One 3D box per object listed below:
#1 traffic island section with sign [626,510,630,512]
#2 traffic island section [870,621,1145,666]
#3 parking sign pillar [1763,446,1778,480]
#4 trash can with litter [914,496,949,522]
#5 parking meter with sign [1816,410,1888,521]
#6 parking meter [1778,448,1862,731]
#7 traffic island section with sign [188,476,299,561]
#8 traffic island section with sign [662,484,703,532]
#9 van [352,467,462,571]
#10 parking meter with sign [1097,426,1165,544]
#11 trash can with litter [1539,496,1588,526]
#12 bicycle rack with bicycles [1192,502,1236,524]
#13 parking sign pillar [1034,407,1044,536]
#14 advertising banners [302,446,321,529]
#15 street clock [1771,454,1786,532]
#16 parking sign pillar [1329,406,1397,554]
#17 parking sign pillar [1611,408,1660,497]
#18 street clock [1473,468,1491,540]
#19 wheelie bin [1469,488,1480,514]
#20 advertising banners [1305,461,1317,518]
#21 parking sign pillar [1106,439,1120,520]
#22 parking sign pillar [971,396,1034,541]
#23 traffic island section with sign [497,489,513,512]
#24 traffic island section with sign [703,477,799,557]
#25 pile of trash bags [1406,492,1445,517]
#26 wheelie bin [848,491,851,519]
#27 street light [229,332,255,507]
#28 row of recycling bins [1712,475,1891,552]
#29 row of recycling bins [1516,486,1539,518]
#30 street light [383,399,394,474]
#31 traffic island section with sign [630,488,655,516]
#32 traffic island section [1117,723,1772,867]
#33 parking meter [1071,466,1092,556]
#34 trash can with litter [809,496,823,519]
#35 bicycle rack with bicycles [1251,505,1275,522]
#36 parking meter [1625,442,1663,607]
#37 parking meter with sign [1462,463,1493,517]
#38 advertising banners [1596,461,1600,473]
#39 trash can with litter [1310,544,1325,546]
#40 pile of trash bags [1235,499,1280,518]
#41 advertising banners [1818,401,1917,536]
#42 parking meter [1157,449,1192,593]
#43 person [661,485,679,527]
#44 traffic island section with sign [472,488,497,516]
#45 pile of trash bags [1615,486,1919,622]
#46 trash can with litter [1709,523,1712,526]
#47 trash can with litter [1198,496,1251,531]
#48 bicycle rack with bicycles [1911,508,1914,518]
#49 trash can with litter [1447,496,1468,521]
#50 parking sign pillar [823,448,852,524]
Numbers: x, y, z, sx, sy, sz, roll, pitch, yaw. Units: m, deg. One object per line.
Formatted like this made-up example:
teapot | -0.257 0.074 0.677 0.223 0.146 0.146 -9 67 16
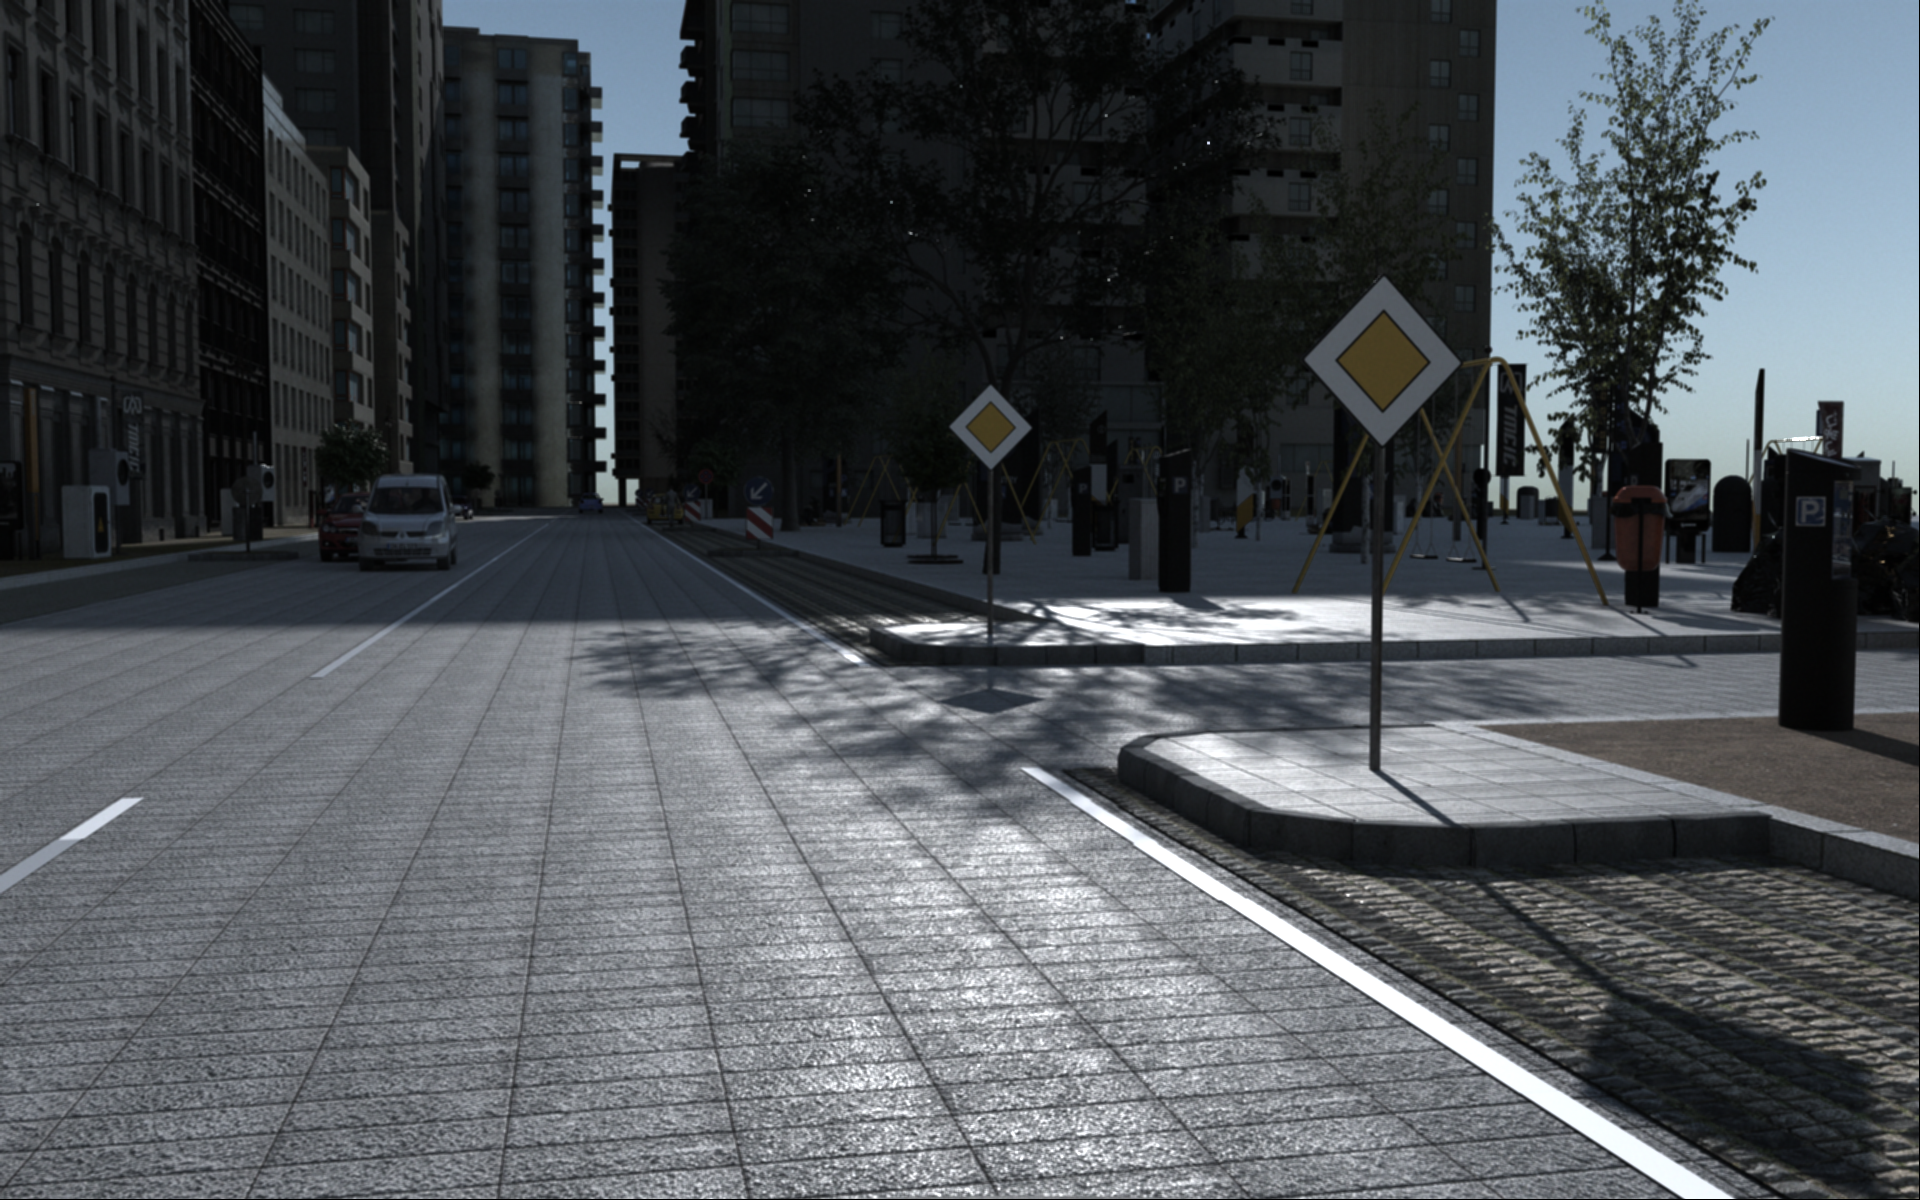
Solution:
traffic island section with sign | -26.472 -8.176 142.299 1.989 1.847 2.006 -1 4 -12
traffic island section | 0.294 0.391 15.888 2.009 0.180 2.903 -1 4 -12
parking sign pillar | 45.822 -6.662 97.391 1.447 3.967 1.447 -1 4 -19
trash can with litter | -1.596 -4.197 79.674 2.233 1.210 1.678 2 4 31
parking meter with sign | 18.629 -2.420 35.823 1.738 3.016 0.543 -1 4 -11
parking meter | 4.717 -0.067 9.502 0.372 1.533 0.369 0 3 0
traffic island section with sign | -15.543 -1.778 37.701 1.989 1.847 2.006 -1 4 -12
traffic island section with sign | -10.466 -3.552 66.699 1.989 1.847 2.006 -1 4 -12
van | -10.745 -1.638 33.795 2.013 2.044 4.112 -1 4 -14
parking meter with sign | 4.419 -2.969 44.802 1.738 3.016 0.543 1 4 9
trash can with litter | 24.702 -3.669 71.049 2.233 1.210 1.678 0 4 6
bicycle rack with bicycles | 10.112 -3.680 73.547 2.925 0.926 2.852 -3 5 -40
parking sign pillar | 1.892 -4.011 54.054 1.447 3.967 1.447 1 4 16
advertising banners | -24.075 -4.164 64.265 0.090 3.025 2.074 0 4 -4
street clock | 14.998 -1.655 31.623 0.358 2.002 0.471 2 4 34
parking sign pillar | 8.841 -3.025 37.923 1.447 3.967 1.447 -1 4 -21
parking sign pillar | 19.416 -3.754 49.850 1.447 3.967 1.447 -2 4 -34
street clock | 14.715 -2.709 48.867 0.358 2.002 0.471 -2 4 -26
wheelie bin | 27.767 -5.218 93.228 0.693 1.594 0.980 0 4 3
advertising banners | 19.014 -5.927 93.094 0.090 3.025 2.074 3 4 38
parking sign pillar | 7.176 -5.886 84.705 1.447 3.967 1.447 2 4 32
parking sign pillar | 1.027 -3.617 47.602 1.447 3.967 1.447 -1 4 -17
traffic island section with sign | -37.123 -8.014 139.650 1.989 1.847 2.006 -1 4 -12
traffic island section with sign | -4.826 -1.922 40.057 1.989 1.847 2.006 -1 4 -12
pile of trash bags | 26.138 -5.309 96.555 1.912 1.369 3.447 3 4 37
wheelie bin | -5.294 -4.275 77.810 0.980 1.594 0.693 2 4 32
street light | -20.458 -4.690 49.468 0.468 5.910 1.993 -1 4 -12
row of recycling bins | 18.362 -1.880 37.844 3.534 1.692 1.069 2 4 26
row of recycling bins | 30.545 -5.257 93.071 1.069 1.692 3.534 1 4 23
street light | -27.844 -6.839 84.600 0.468 5.910 1.993 -1 4 -12
traffic island section with sign | -20.832 -6.545 115.646 1.989 1.847 2.006 -1 4 -12
traffic island section | 1.948 0.869 8.076 2.009 0.180 2.903 -1 4 -12
parking meter | 2.507 -1.845 35.883 0.399 1.863 0.255 0 4 -8
trash can with litter | -7.292 -4.807 89.982 1.055 1.170 0.624 1 4 16
bicycle rack with bicycles | 13.238 -4.162 81.427 2.925 0.926 2.852 1 4 16
parking meter | 7.814 -0.862 19.807 0.255 1.863 0.399 0 4 -4
parking meter with sign | 29.153 -6.200 97.632 1.738 3.016 0.543 0 4 2
advertising banners | 34.076 -5.803 91.074 0.090 3.025 2.074 -1 4 -20
trash can with litter | 9.578 -1.894 42.032 1.678 1.210 2.233 0 4 -8
pile of trash bags | 16.126 -5.043 92.213 1.912 1.369 3.447 -1 4 -20
advertising banners | 17.134 -2.237 32.761 2.074 3.025 0.090 0 4 -8
parking meter | 2.800 -1.036 22.653 0.399 1.863 0.255 -1 4 -21
person | -12.442 -4.020 74.352 0.709 1.813 0.853 -3 5 -39
traffic island section with sign | -31.514 -6.395 113.192 1.989 1.847 2.006 -1 4 -12
pile of trash bags | 8.716 -0.528 18.391 3.447 1.369 1.912 1 4 17
trash can with litter | 30.098 -3.541 68.955 1.678 1.210 2.233 -1 4 -19
trash can with litter | 9.284 -3.055 61.014 2.233 1.210 1.678 -1 4 -12
bicycle rack with bicycles | 48.163 -4.705 90.313 2.925 0.926 2.852 3 5 44
trash can with litter | 23.728 -4.360 82.668 0.624 1.170 1.055 -3 4 -36
parking sign pillar | -5.462 -5.341 75.802 1.447 3.967 1.447 -3 5 -40
